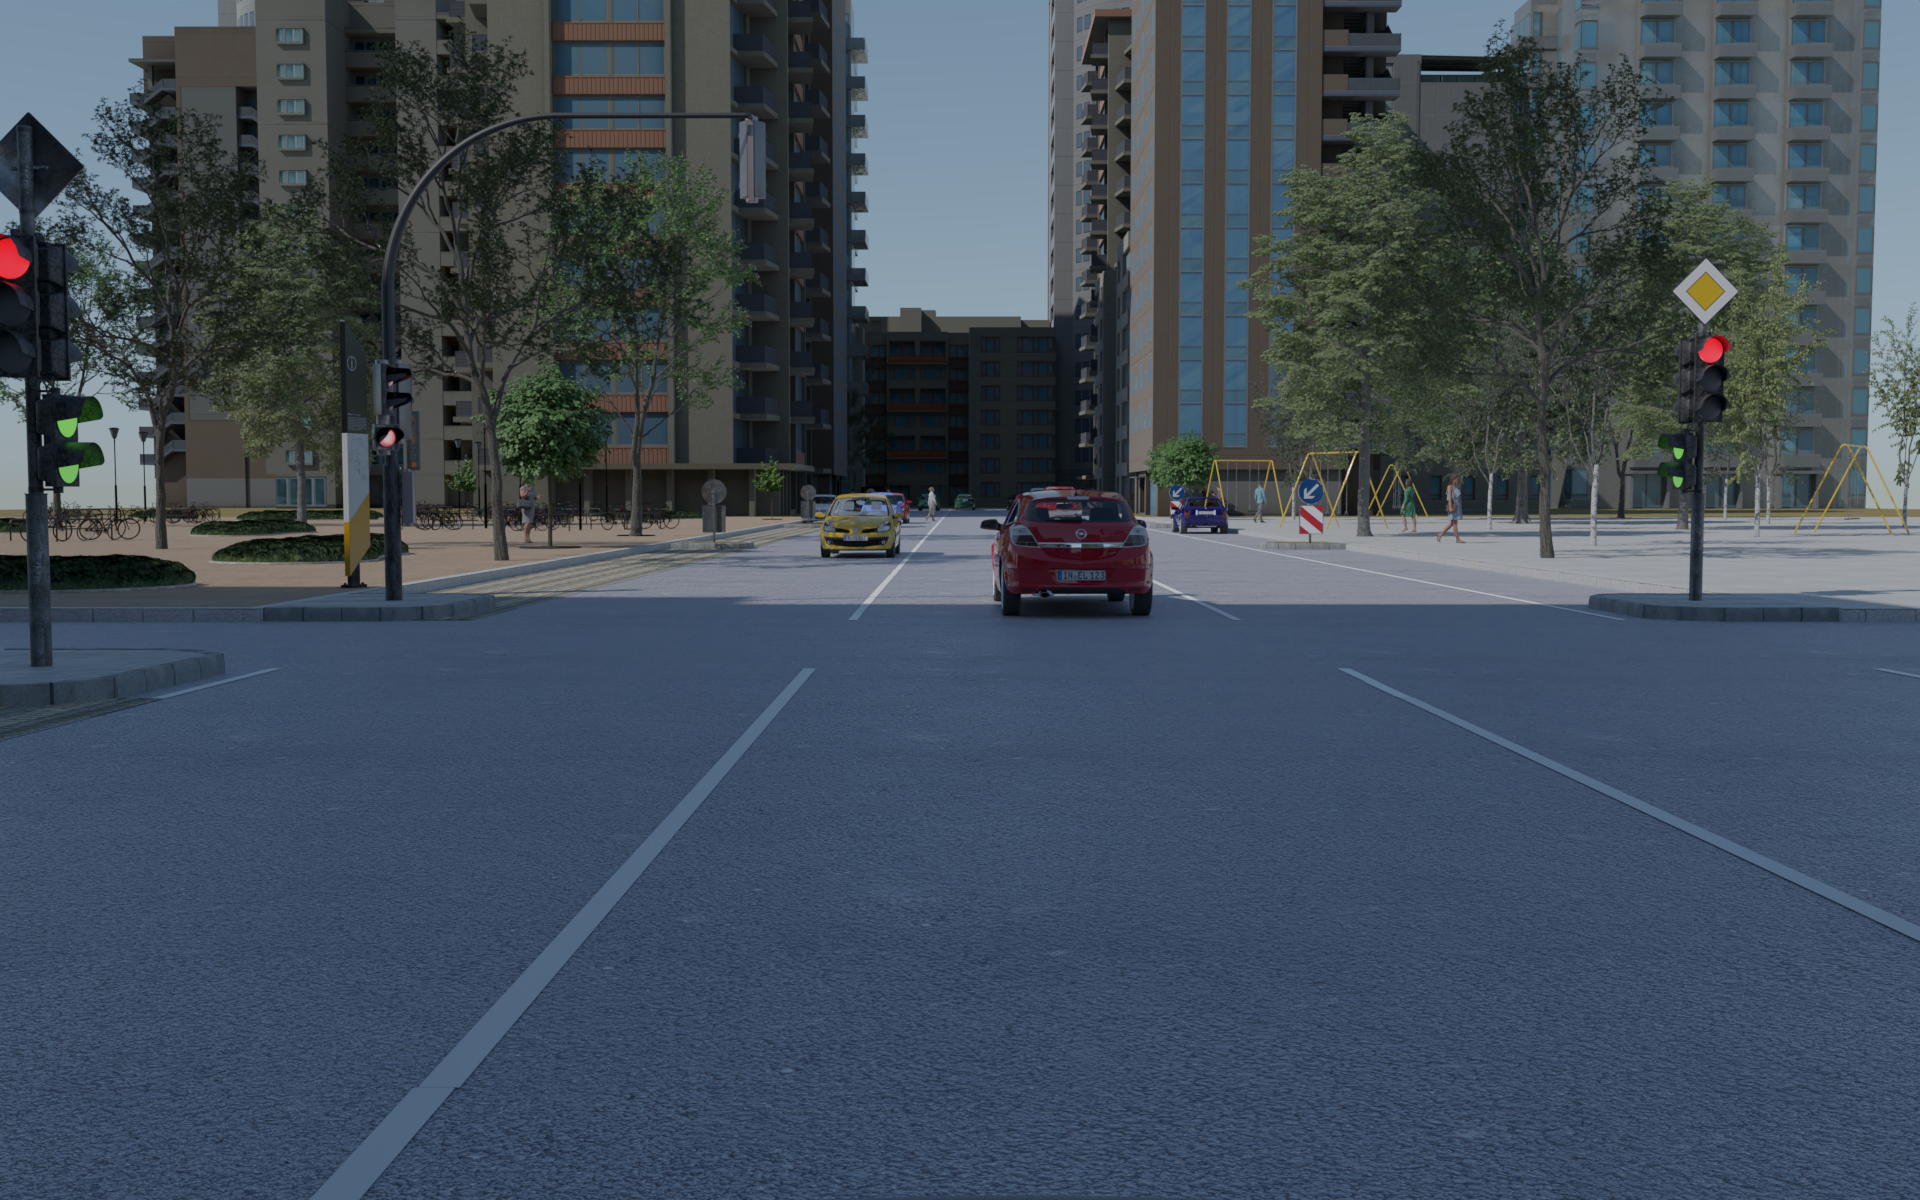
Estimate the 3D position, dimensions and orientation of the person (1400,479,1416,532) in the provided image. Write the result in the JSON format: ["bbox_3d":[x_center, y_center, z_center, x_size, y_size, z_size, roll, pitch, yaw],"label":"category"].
[{"bbox_3d":[15.066,-3.168,58.095,0.529,1.795,0.600,2,4,35],"label":"person"}]

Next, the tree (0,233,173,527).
[{"bbox_3d":[-35.013,-8.652,67.213,9.928,11.665,9.643,0,3,0],"label":"tree"}]

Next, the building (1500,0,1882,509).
[{"bbox_3d":[66.137,-33.003,159.211,30.456,49.044,23.786,0,4,0],"label":"building"}]

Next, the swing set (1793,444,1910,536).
[{"bbox_3d":[28.505,-3.524,55.230,2.862,2.851,3.119,3,4,38],"label":"swing set"}]

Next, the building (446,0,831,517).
[{"bbox_3d":[-19.924,-27.885,110.552,22.147,44.769,28.867,0,4,0],"label":"building"}]

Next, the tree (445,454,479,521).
[{"bbox_3d":[-23.676,-5.426,83.317,1.663,3.219,1.824,0,3,0],"label":"tree"}]

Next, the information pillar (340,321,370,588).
[{"bbox_3d":[-8.286,-1.979,23.717,0.183,3.616,0.504,1,4,16],"label":"information pillar"}]

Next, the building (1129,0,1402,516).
[{"bbox_3d":[18.024,-27.872,105.812,14.600,45.320,14.200,0,4,0],"label":"building"}]

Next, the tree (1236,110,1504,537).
[{"bbox_3d":[12.122,-8.156,51.478,7.486,12.596,7.792,0,3,0],"label":"tree"}]

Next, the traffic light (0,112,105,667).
[{"bbox_3d":[-6.834,-1.461,12.801,0.839,4.253,0.868,0,4,0],"label":"traffic light"}]

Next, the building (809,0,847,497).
[{"bbox_3d":[-16.047,-29.475,132.019,14.600,45.320,14.200,0,4,0],"label":"building"}]

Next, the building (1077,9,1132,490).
[{"bbox_3d":[22.316,-30.729,157.042,22.147,44.769,28.867,0,4,0],"label":"building"}]

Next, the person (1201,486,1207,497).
[{"bbox_3d":[14.052,-5.647,98.899,0.721,1.766,1.217,0,4,1],"label":"person"}]

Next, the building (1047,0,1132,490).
[{"bbox_3d":[24.033,-39.544,188.535,28.212,58.520,21.231,0,4,0],"label":"building"}]

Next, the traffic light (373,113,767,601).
[{"bbox_3d":[-4.722,-2.823,20.816,4.771,5.953,1.251,0,4,0],"label":"traffic light"}]

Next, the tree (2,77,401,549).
[{"bbox_3d":[-18.685,-6.444,39.768,8.767,10.594,7.601,0,4,4],"label":"tree"}]

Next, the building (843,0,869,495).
[{"bbox_3d":[-23.911,-33.037,159.756,30.456,49.044,23.786,0,4,0],"label":"building"}]

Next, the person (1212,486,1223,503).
[{"bbox_3d":[14.440,-5.558,97.445,0.750,1.759,0.617,1,4,21],"label":"person"}]

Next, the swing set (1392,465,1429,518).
[{"bbox_3d":[23.420,-5.829,92.929,2.862,2.851,3.119,2,4,26],"label":"swing set"}]

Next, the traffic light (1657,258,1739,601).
[{"bbox_3d":[8.847,-1.948,20.763,0.839,4.253,0.868,0,4,0],"label":"traffic light"}]

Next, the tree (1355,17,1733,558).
[{"bbox_3d":[11.443,-6.121,34.494,7.601,10.594,8.767,1,4,13],"label":"tree"}]

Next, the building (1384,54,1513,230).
[{"bbox_3d":[43.487,-29.436,164.874,14.086,41.232,14.154,0,4,0],"label":"building"}]

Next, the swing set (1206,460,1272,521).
[{"bbox_3d":[13.136,-5.020,79.704,3.119,2.851,2.862,-1,4,-16],"label":"swing set"}]

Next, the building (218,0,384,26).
[{"bbox_3d":[-64.454,-39.569,188.956,28.212,58.520,21.231,0,4,0],"label":"building"}]

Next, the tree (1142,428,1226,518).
[{"bbox_3d":[11.968,-6.681,92.946,4.285,4.588,4.351,0,3,0],"label":"tree"}]

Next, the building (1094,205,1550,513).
[{"bbox_3d":[24.892,-17.333,128.434,27.650,21.520,28.899,0,4,0],"label":"building"}]

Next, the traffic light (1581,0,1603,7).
[{"bbox_3d":[6.735,-2.323,12.642,4.771,5.953,1.251,0,4,0],"label":"traffic light"}]

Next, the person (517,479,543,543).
[{"bbox_3d":[-11.313,-2.388,45.438,0.532,1.782,0.716,2,4,28],"label":"person"}]

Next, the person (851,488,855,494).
[{"bbox_3d":[-8.667,-8.256,141.737,0.721,1.736,1.217,-3,5,-43],"label":"person"}]

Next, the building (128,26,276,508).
[{"bbox_3d":[-68.003,-31.456,164.411,14.200,45.320,14.600,0,4,0],"label":"building"}]

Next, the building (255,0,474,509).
[{"bbox_3d":[-49.939,-32.799,159.967,21.600,48.544,21.300,0,4,0],"label":"building"}]

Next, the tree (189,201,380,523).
[{"bbox_3d":[-26.405,-9.165,67.972,7.486,12.596,7.792,0,3,0],"label":"tree"}]

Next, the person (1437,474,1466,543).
[{"bbox_3d":[12.812,-2.388,45.180,0.778,1.811,0.616,2,4,35],"label":"person"}]

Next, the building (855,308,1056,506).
[{"bbox_3d":[-4.513,-21.301,193.317,28.899,21.520,27.650,0,4,0],"label":"building"}]

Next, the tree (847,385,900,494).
[{"bbox_3d":[-9.106,-12.852,144.542,8.767,10.594,7.601,0,4,3],"label":"tree"}]

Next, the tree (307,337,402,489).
[{"bbox_3d":[-27.132,-7.845,78.625,4.360,8.622,3.978,0,3,0],"label":"tree"}]

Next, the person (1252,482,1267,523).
[{"bbox_3d":[13.333,-4.365,77.272,0.748,1.841,0.638,-1,4,-18],"label":"person"}]

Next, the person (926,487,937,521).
[{"bbox_3d":[-1.515,-5.004,90.539,0.641,1.798,0.478,-1,4,-12],"label":"person"}]

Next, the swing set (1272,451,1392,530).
[{"bbox_3d":[13.827,-4.090,64.490,2.862,2.851,3.119,-2,4,-26],"label":"swing set"}]
